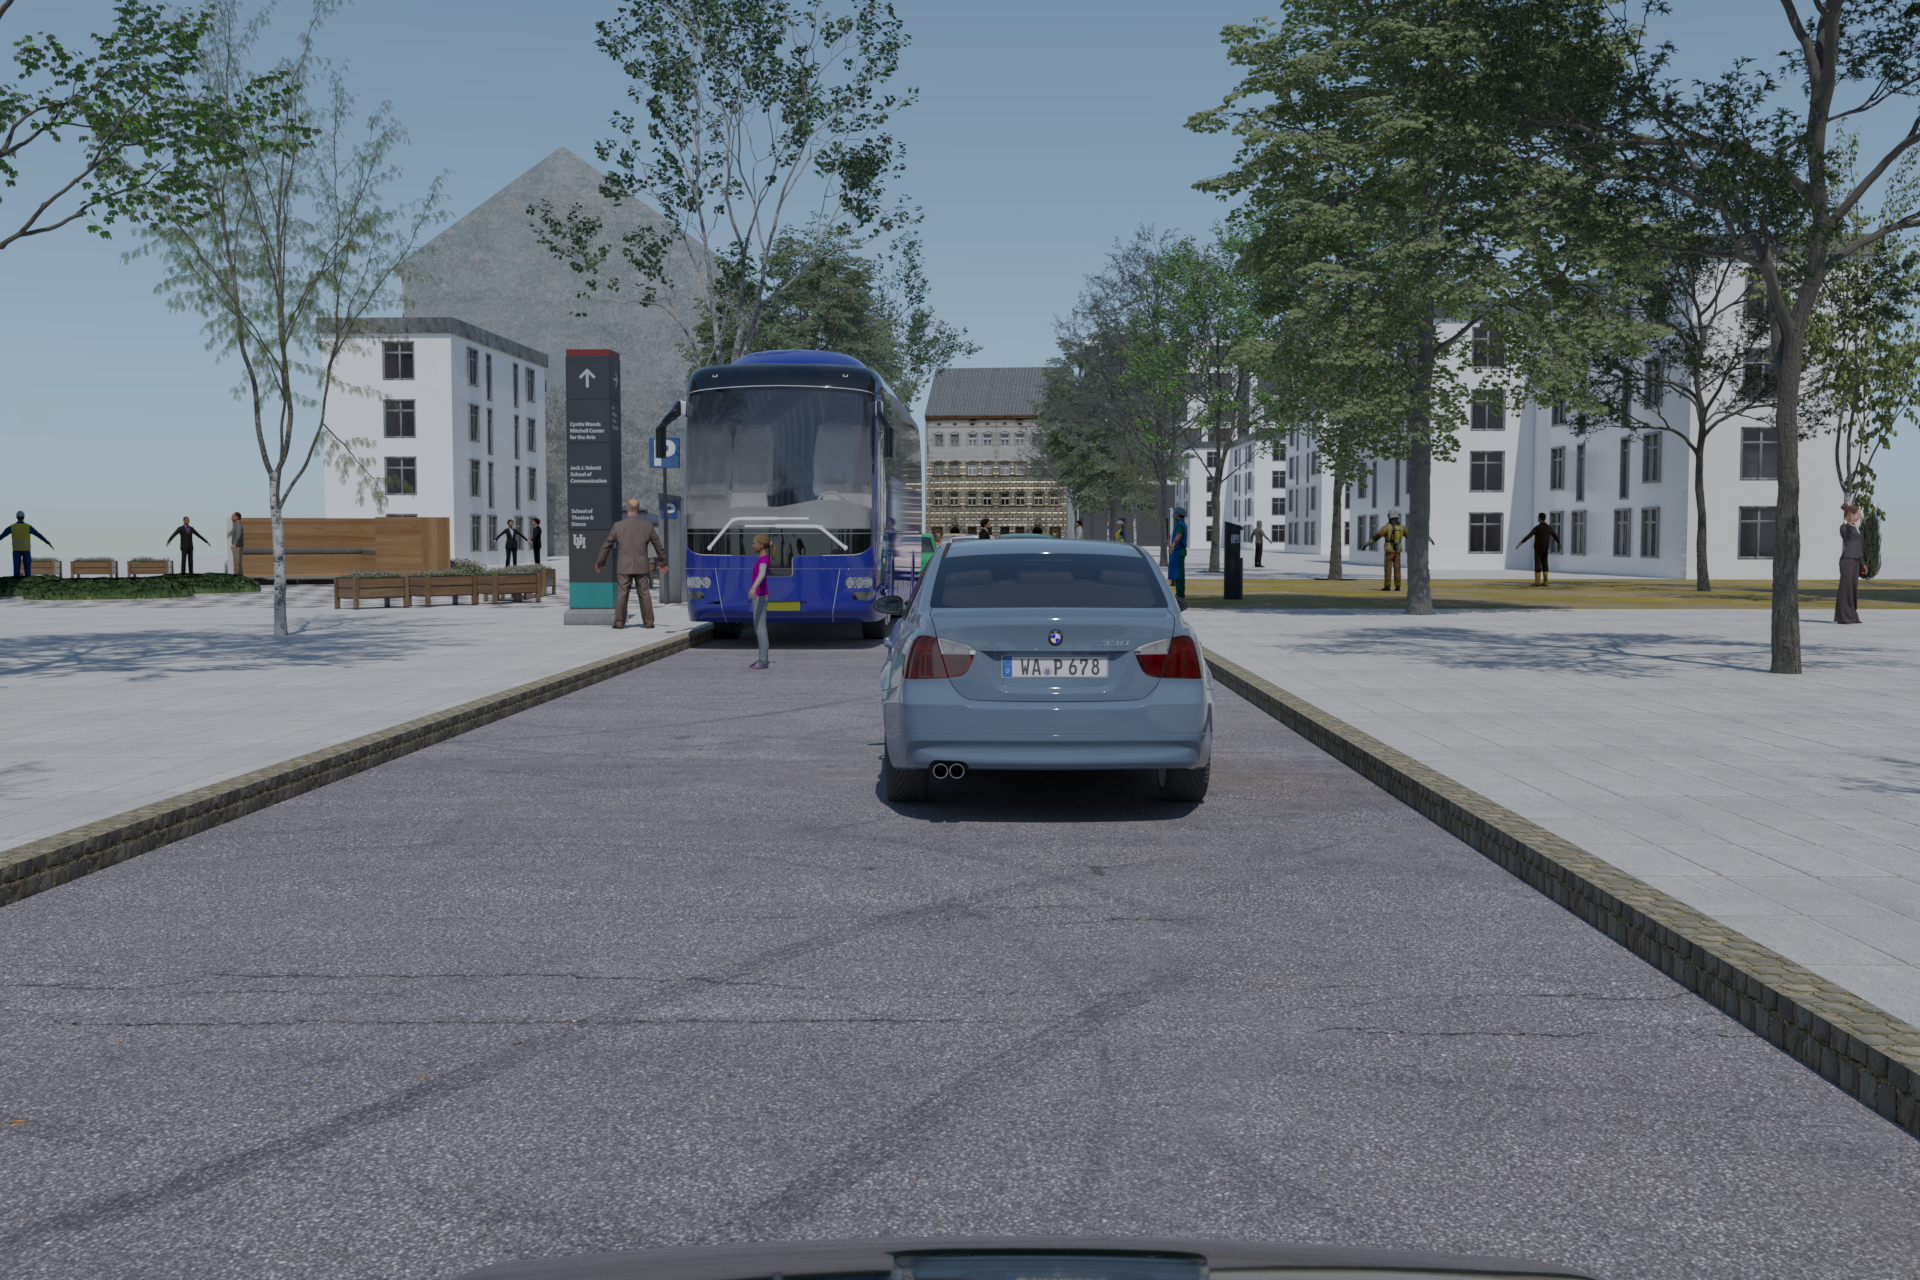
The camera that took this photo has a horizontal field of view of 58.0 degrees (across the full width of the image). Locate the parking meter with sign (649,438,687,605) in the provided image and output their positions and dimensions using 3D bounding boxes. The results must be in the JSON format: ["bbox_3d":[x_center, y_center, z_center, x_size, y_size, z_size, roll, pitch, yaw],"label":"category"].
[{"bbox_3d":[-5.314,-2.198,32.205,0.543,3.016,1.738,0,4,2],"label":"parking meter with sign"}]

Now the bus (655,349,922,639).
[{"bbox_3d":[-2.106,-2.162,26.889,2.896,3.916,12.251,0,4,1],"label":"bus"}]

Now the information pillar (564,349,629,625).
[{"bbox_3d":[-5.186,-2.154,24.598,0.750,3.857,0.750,0,4,2],"label":"information pillar"}]

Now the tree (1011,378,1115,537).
[{"bbox_3d":[8.941,-13.690,134.200,12.009,13.543,11.850,0,3,0],"label":"tree"}]

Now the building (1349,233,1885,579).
[{"bbox_3d":[21.438,-7.366,62.584,9.099,9.664,28.070,0,4,1],"label":"building"}]

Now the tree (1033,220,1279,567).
[{"bbox_3d":[7.964,-9.630,67.817,12.009,13.543,11.850,0,3,0],"label":"tree"}]

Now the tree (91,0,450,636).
[{"bbox_3d":[-8.663,-4.370,21.818,4.360,8.622,3.978,0,3,0],"label":"tree"}]

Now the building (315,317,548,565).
[{"bbox_3d":[-23.802,-8.509,81.275,9.099,9.664,28.070,0,4,1],"label":"building"}]

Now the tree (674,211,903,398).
[{"bbox_3d":[-6.823,-9.989,69.976,9.857,13.997,8.962,0,3,0],"label":"tree"}]

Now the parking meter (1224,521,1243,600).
[{"bbox_3d":[5.374,-1.566,34.022,0.372,1.533,0.369,0,3,0],"label":"parking meter"}]

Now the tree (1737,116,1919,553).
[{"bbox_3d":[16.352,-4.947,31.241,4.737,8.622,4.395,0,3,0],"label":"tree"}]

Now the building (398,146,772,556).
[{"bbox_3d":[-22.436,-16.924,107.635,19.493,23.208,18.063,0,4,0],"label":"building"}]

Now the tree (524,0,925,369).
[{"bbox_3d":[-7.080,-12.144,54.436,12.611,20.169,13.585,0,3,0],"label":"tree"}]

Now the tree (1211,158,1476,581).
[{"bbox_3d":[10.564,-7.454,47.626,9.928,11.665,9.643,0,3,0],"label":"tree"}]

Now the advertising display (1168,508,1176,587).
[{"bbox_3d":[5.262,-2.296,42.749,0.123,1.923,0.974,0,4,1],"label":"advertising display"}]

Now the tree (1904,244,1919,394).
[{"bbox_3d":[23.743,-5.459,39.622,4.737,8.622,4.395,0,3,0],"label":"tree"}]

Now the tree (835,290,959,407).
[{"bbox_3d":[-7.305,-16.841,131.235,12.611,20.169,13.585,0,3,0],"label":"tree"}]

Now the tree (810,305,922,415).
[{"bbox_3d":[-6.621,-11.471,94.208,9.857,13.997,8.962,0,3,0],"label":"tree"}]

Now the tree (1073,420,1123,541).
[{"bbox_3d":[9.078,-9.639,107.955,4.737,8.622,4.395,0,3,0],"label":"tree"}]

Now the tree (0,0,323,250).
[{"bbox_3d":[-8.583,-5.358,13.362,9.928,11.665,9.643,0,3,0],"label":"tree"}]

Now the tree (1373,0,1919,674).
[{"bbox_3d":[7.278,-4.966,15.602,7.601,10.594,8.767,-1,4,-12],"label":"tree"}]

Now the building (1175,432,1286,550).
[{"bbox_3d":[25.286,-13.126,156.755,9.099,9.664,28.070,0,4,1],"label":"building"}]

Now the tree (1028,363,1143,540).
[{"bbox_3d":[9.265,-12.833,120.190,12.009,13.543,11.850,0,3,0],"label":"tree"}]

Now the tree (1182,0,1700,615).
[{"bbox_3d":[7.343,-6.644,26.756,7.486,12.596,7.792,0,3,0],"label":"tree"}]

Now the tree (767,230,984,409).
[{"bbox_3d":[-5.309,-15.407,107.796,12.611,20.169,13.585,0,3,0],"label":"tree"}]

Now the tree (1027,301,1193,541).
[{"bbox_3d":[8.581,-11.608,96.449,9.857,13.997,8.962,0,3,0],"label":"tree"}]

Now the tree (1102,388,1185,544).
[{"bbox_3d":[8.772,-8.401,87.715,4.360,8.622,3.978,0,3,0],"label":"tree"}]

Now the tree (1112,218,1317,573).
[{"bbox_3d":[8.527,-8.023,56.929,9.928,11.665,9.643,0,3,0],"label":"tree"}]

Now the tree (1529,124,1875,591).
[{"bbox_3d":[16.362,-6.375,38.652,7.601,10.594,8.767,1,4,18],"label":"tree"}]

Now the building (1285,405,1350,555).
[{"bbox_3d":[26.748,-10.070,106.794,9.099,9.664,28.070,0,4,1],"label":"building"}]

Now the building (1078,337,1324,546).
[{"bbox_3d":[27.231,-21.521,195.845,27.936,21.610,32.646,0,4,1],"label":"building"}]
